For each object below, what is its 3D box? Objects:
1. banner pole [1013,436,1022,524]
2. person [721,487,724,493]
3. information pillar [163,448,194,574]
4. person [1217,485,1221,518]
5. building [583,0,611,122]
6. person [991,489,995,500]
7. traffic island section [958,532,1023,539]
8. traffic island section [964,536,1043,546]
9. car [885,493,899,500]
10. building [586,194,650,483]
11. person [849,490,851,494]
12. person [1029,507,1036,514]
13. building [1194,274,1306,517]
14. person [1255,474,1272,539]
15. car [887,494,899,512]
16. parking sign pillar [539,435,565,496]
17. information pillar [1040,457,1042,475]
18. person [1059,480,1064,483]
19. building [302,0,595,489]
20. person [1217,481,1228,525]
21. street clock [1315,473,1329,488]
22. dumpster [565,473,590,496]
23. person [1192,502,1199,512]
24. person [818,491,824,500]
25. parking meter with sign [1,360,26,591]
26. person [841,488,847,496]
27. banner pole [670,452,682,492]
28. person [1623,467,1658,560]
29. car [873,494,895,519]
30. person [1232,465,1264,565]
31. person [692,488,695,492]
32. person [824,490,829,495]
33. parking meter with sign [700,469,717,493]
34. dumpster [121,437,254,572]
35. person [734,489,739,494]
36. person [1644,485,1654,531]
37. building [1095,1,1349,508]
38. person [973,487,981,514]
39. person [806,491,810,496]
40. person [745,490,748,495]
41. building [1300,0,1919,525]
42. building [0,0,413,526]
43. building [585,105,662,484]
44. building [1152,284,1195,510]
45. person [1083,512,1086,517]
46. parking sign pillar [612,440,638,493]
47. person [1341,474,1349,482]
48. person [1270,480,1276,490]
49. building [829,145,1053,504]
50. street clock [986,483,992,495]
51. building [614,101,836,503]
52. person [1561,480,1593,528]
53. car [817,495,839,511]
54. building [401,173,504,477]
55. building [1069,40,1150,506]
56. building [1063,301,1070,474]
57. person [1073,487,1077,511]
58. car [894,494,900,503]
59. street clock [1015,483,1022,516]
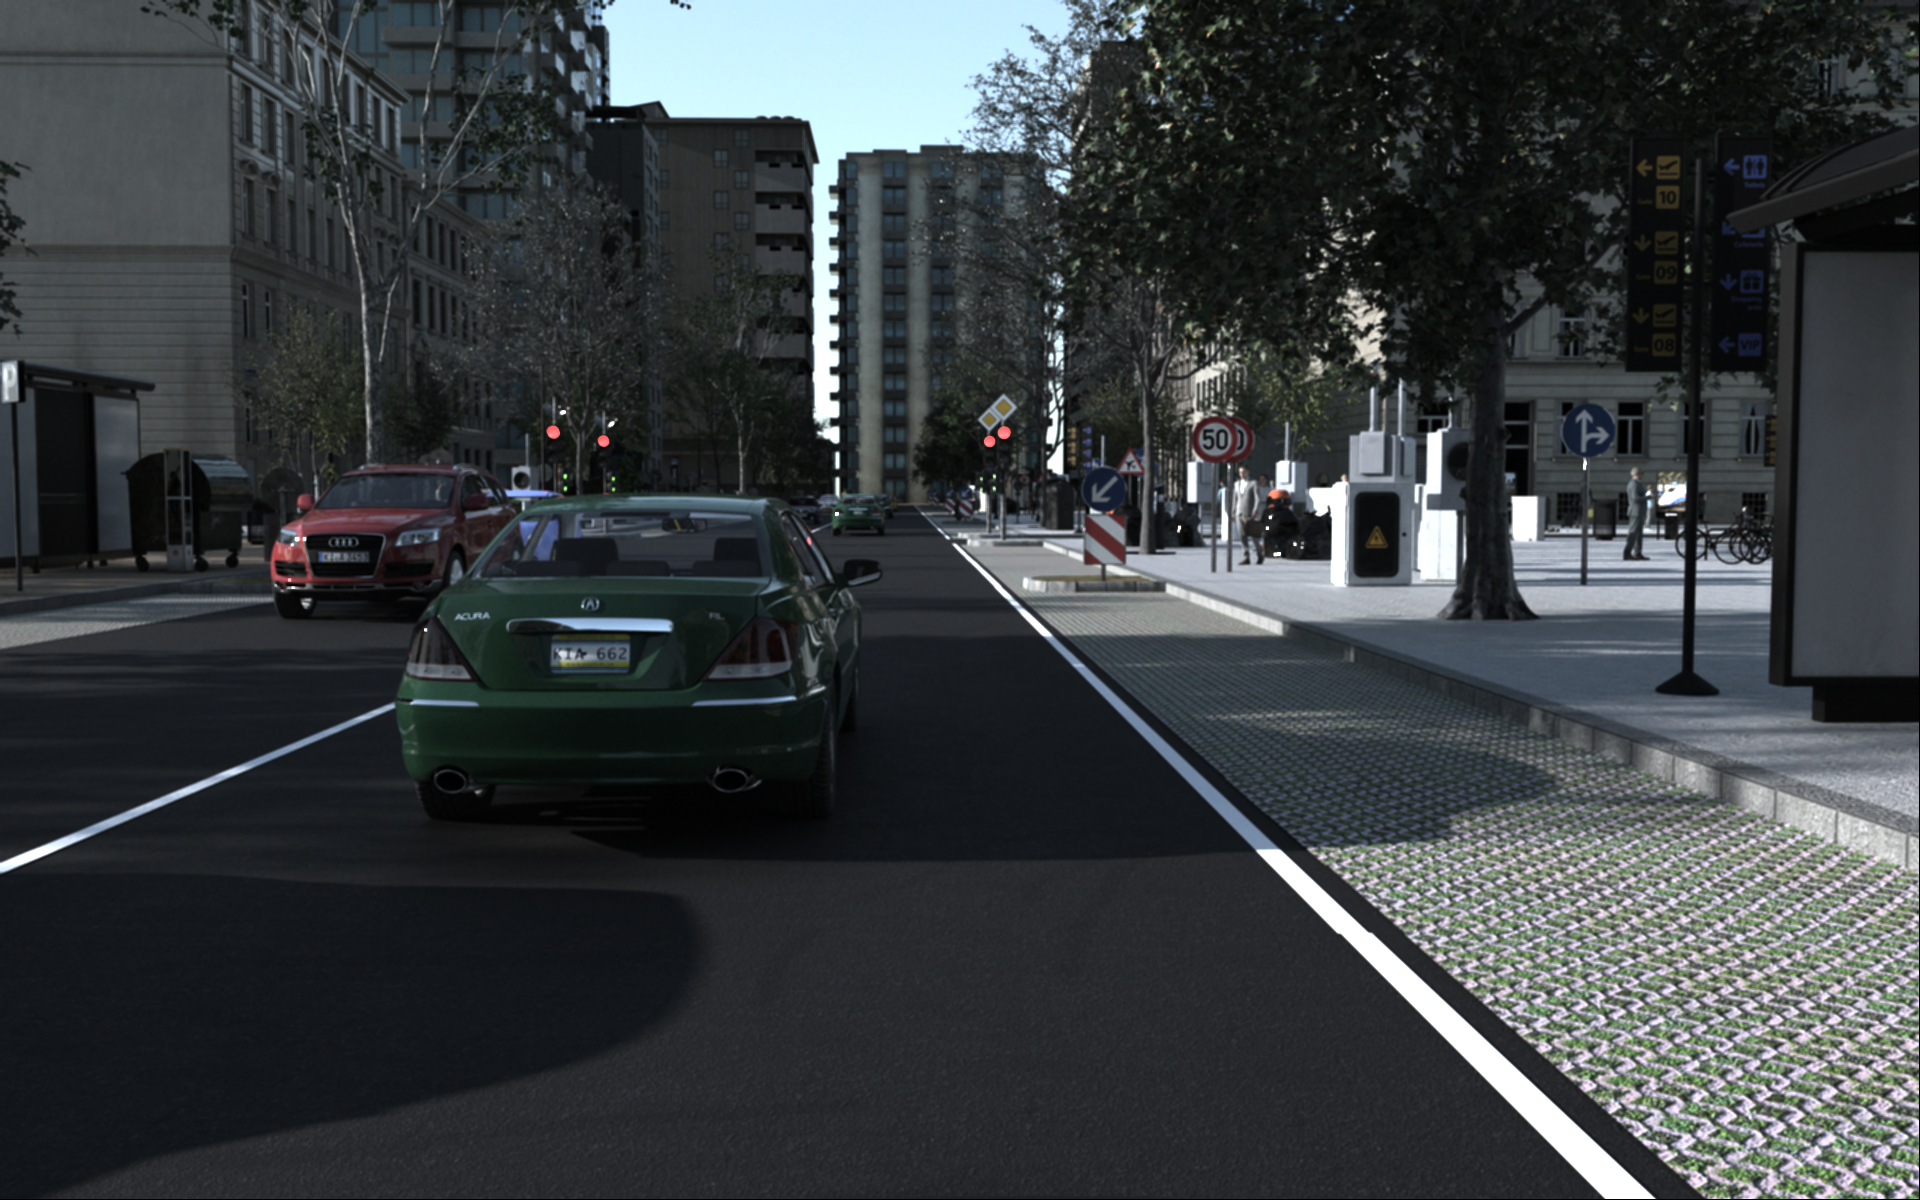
[{"bbox_3d":[2.493,-5.227,75.473,0.401,3.779,0.863,0,4,-3],"label":"banner pole"},{"bbox_3d":[-19.303,-8.278,141.262,0.599,1.838,0.709,-2,4,-30],"label":"person"},{"bbox_3d":[-12.639,-1.439,28.020,0.304,2.012,0.304,0,4,1],"label":"information pillar"},{"bbox_3d":[13.867,-5.341,93.734,0.532,1.782,0.716,-1,4,-11],"label":"person"},{"bbox_3d":[-60.859,-56.520,236.774,31.000,86.520,22.319,0,4,-2],"label":"building"},{"bbox_3d":[2.251,-7.433,128.166,0.643,1.750,0.593,-2,4,-29],"label":"person"},{"bbox_3d":[0.973,-2.089,56.437,2.009,0.180,2.903,0,4,-2],"label":"traffic island section"},{"bbox_3d":[1.237,-1.601,48.456,2.009,0.180,2.903,0,4,-2],"label":"traffic island section"},{"bbox_3d":[-6.715,-9.215,159.702,2.155,1.783,4.494,0,4,-3],"label":"car"},{"bbox_3d":[-38.364,-24.270,168.523,14.160,30.474,14.107,0,4,-2],"label":"building"},{"bbox_3d":[-10.409,-9.561,164.787,0.705,1.831,1.348,-3,5,-41],"label":"person"},{"bbox_3d":[4.772,-6.414,111.032,0.853,1.813,0.709,0,4,-4],"label":"person"},{"bbox_3d":[20.448,-15.139,102.279,10.420,20.320,16.860,0,4,-2],"label":"building"},{"bbox_3d":[7.076,-2.076,40.564,0.480,1.755,0.524,0,4,1],"label":"person"},{"bbox_3d":[-5.880,-7.860,138.729,2.015,1.641,3.980,0,4,0],"label":"car"},{"bbox_3d":[-18.426,-5.482,78.105,1.447,3.967,1.447,2,4,29],"label":"parking sign pillar"},{"bbox_3d":[5.190,-7.174,108.646,0.504,3.616,0.183,-3,5,-40],"label":"information pillar"},{"bbox_3d":[4.149,-3.905,69.744,0.638,1.841,0.748,0,4,-4],"label":"person"},{"bbox_3d":[-43.184,-32.109,144.591,23.786,49.044,30.456,0,4,-2],"label":"building"},{"bbox_3d":[10.958,-4.032,71.832,0.638,1.841,0.748,-1,4,-8],"label":"person"},{"bbox_3d":[12.653,-3.424,60.555,0.471,2.002,0.358,-3,4,-37],"label":"street clock"},{"bbox_3d":[-17.927,-4.816,81.240,1.502,2.255,1.985,0,4,-2],"label":"dumpster"},{"bbox_3d":[11.210,-4.714,83.133,0.654,1.822,0.581,0,4,-5],"label":"person"},{"bbox_3d":[-12.958,-9.520,164.867,1.217,1.735,0.721,2,4,24],"label":"person"},{"bbox_3d":[-12.929,-1.582,22.120,0.543,3.016,1.738,3,5,40],"label":"parking meter with sign"},{"bbox_3d":[-7.988,-6.853,120.462,0.656,1.842,0.836,0,4,7],"label":"person"},{"bbox_3d":[-16.681,-6.858,102.146,0.863,3.779,0.401,0,4,2],"label":"banner pole"},{"bbox_3d":[13.197,-1.674,33.591,0.590,1.801,0.661,1,4,17],"label":"person"},{"bbox_3d":[-4.895,-5.552,102.573,2.131,1.459,4.920,0,4,-3],"label":"car"},{"bbox_3d":[5.212,-1.549,31.483,0.709,1.813,0.853,3,4,38],"label":"person"},{"bbox_3d":[-22.608,-8.624,147.035,1.348,1.826,0.705,2,4,34],"label":"person"},{"bbox_3d":[-11.294,-8.411,146.742,1.217,1.743,0.721,0,4,-1],"label":"person"},{"bbox_3d":[-16.966,-7.515,119.128,1.738,3.016,0.543,0,4,1],"label":"parking meter with sign"},{"bbox_3d":[-13.038,-1.637,29.257,1.502,2.255,1.985,0,4,-2],"label":"dumpster"},{"bbox_3d":[-18.581,-8.369,143.681,0.445,1.727,0.742,0,4,4],"label":"person"},{"bbox_3d":[24.040,-3.212,60.371,0.330,1.601,0.589,1,4,14],"label":"person"},{"bbox_3d":[25.164,-51.559,155.658,22.319,86.520,31.000,0,4,-2],"label":"building"},{"bbox_3d":[1.050,-6.314,109.499,0.641,1.798,0.478,2,4,25],"label":"person"},{"bbox_3d":[-15.000,-9.812,169.710,0.721,1.735,1.217,0,4,-3],"label":"person"},{"bbox_3d":[-21.264,-10.110,172.272,0.756,1.711,0.436,-1,4,-22],"label":"person"},{"bbox_3d":[31.447,-14.995,78.458,30.059,22.955,16.112,0,4,-2],"label":"building"},{"bbox_3d":[-35.044,-17.331,80.631,12.463,27.353,25.104,0,4,-2],"label":"building"},{"bbox_3d":[-39.466,-30.659,184.875,14.086,41.232,14.154,0,4,-2],"label":"building"},{"bbox_3d":[19.668,-17.893,121.427,11.050,23.489,19.941,0,4,-2],"label":"building"},{"bbox_3d":[6.943,-5.229,92.280,0.760,1.731,0.466,-2,4,-29],"label":"person"},{"bbox_3d":[-16.490,-5.919,85.248,1.447,3.967,1.447,2,4,25],"label":"parking sign pillar"},{"bbox_3d":[10.954,-2.667,49.532,0.818,1.842,0.514,0,4,5],"label":"person"},{"bbox_3d":[12.694,-3.927,70.129,0.818,1.842,0.514,1,4,16],"label":"person"},{"bbox_3d":[-2.682,-37.960,240.259,30.456,49.044,23.786,0,4,-2],"label":"building"},{"bbox_3d":[1.818,-6.431,109.712,0.358,2.002,0.471,2,4,35],"label":"street clock"},{"bbox_3d":[-31.702,-39.865,241.032,27.495,52.752,28.713,0,4,-2],"label":"building"},{"bbox_3d":[23.272,-3.599,65.109,0.699,1.804,1.509,0,4,-6],"label":"person"},{"bbox_3d":[-10.211,-7.505,135.075,2.083,1.381,4.827,0,4,-3],"label":"car"},{"bbox_3d":[-35.347,-16.374,103.864,11.583,22.565,21.152,0,4,-2],"label":"building"},{"bbox_3d":[23.270,-34.209,183.020,21.300,48.544,21.600,0,4,-2],"label":"building"},{"bbox_3d":[27.111,-35.828,240.406,28.867,44.769,22.147,0,4,-2],"label":"building"},{"bbox_3d":[8.406,-7.446,127.880,0.391,1.810,0.635,-2,4,-35],"label":"person"},{"bbox_3d":[-7.362,-10.468,180.192,2.155,1.783,4.494,0,4,0],"label":"car"},{"bbox_3d":[3.444,-6.015,102.913,0.471,2.002,0.358,0,4,-8],"label":"street clock"}]
